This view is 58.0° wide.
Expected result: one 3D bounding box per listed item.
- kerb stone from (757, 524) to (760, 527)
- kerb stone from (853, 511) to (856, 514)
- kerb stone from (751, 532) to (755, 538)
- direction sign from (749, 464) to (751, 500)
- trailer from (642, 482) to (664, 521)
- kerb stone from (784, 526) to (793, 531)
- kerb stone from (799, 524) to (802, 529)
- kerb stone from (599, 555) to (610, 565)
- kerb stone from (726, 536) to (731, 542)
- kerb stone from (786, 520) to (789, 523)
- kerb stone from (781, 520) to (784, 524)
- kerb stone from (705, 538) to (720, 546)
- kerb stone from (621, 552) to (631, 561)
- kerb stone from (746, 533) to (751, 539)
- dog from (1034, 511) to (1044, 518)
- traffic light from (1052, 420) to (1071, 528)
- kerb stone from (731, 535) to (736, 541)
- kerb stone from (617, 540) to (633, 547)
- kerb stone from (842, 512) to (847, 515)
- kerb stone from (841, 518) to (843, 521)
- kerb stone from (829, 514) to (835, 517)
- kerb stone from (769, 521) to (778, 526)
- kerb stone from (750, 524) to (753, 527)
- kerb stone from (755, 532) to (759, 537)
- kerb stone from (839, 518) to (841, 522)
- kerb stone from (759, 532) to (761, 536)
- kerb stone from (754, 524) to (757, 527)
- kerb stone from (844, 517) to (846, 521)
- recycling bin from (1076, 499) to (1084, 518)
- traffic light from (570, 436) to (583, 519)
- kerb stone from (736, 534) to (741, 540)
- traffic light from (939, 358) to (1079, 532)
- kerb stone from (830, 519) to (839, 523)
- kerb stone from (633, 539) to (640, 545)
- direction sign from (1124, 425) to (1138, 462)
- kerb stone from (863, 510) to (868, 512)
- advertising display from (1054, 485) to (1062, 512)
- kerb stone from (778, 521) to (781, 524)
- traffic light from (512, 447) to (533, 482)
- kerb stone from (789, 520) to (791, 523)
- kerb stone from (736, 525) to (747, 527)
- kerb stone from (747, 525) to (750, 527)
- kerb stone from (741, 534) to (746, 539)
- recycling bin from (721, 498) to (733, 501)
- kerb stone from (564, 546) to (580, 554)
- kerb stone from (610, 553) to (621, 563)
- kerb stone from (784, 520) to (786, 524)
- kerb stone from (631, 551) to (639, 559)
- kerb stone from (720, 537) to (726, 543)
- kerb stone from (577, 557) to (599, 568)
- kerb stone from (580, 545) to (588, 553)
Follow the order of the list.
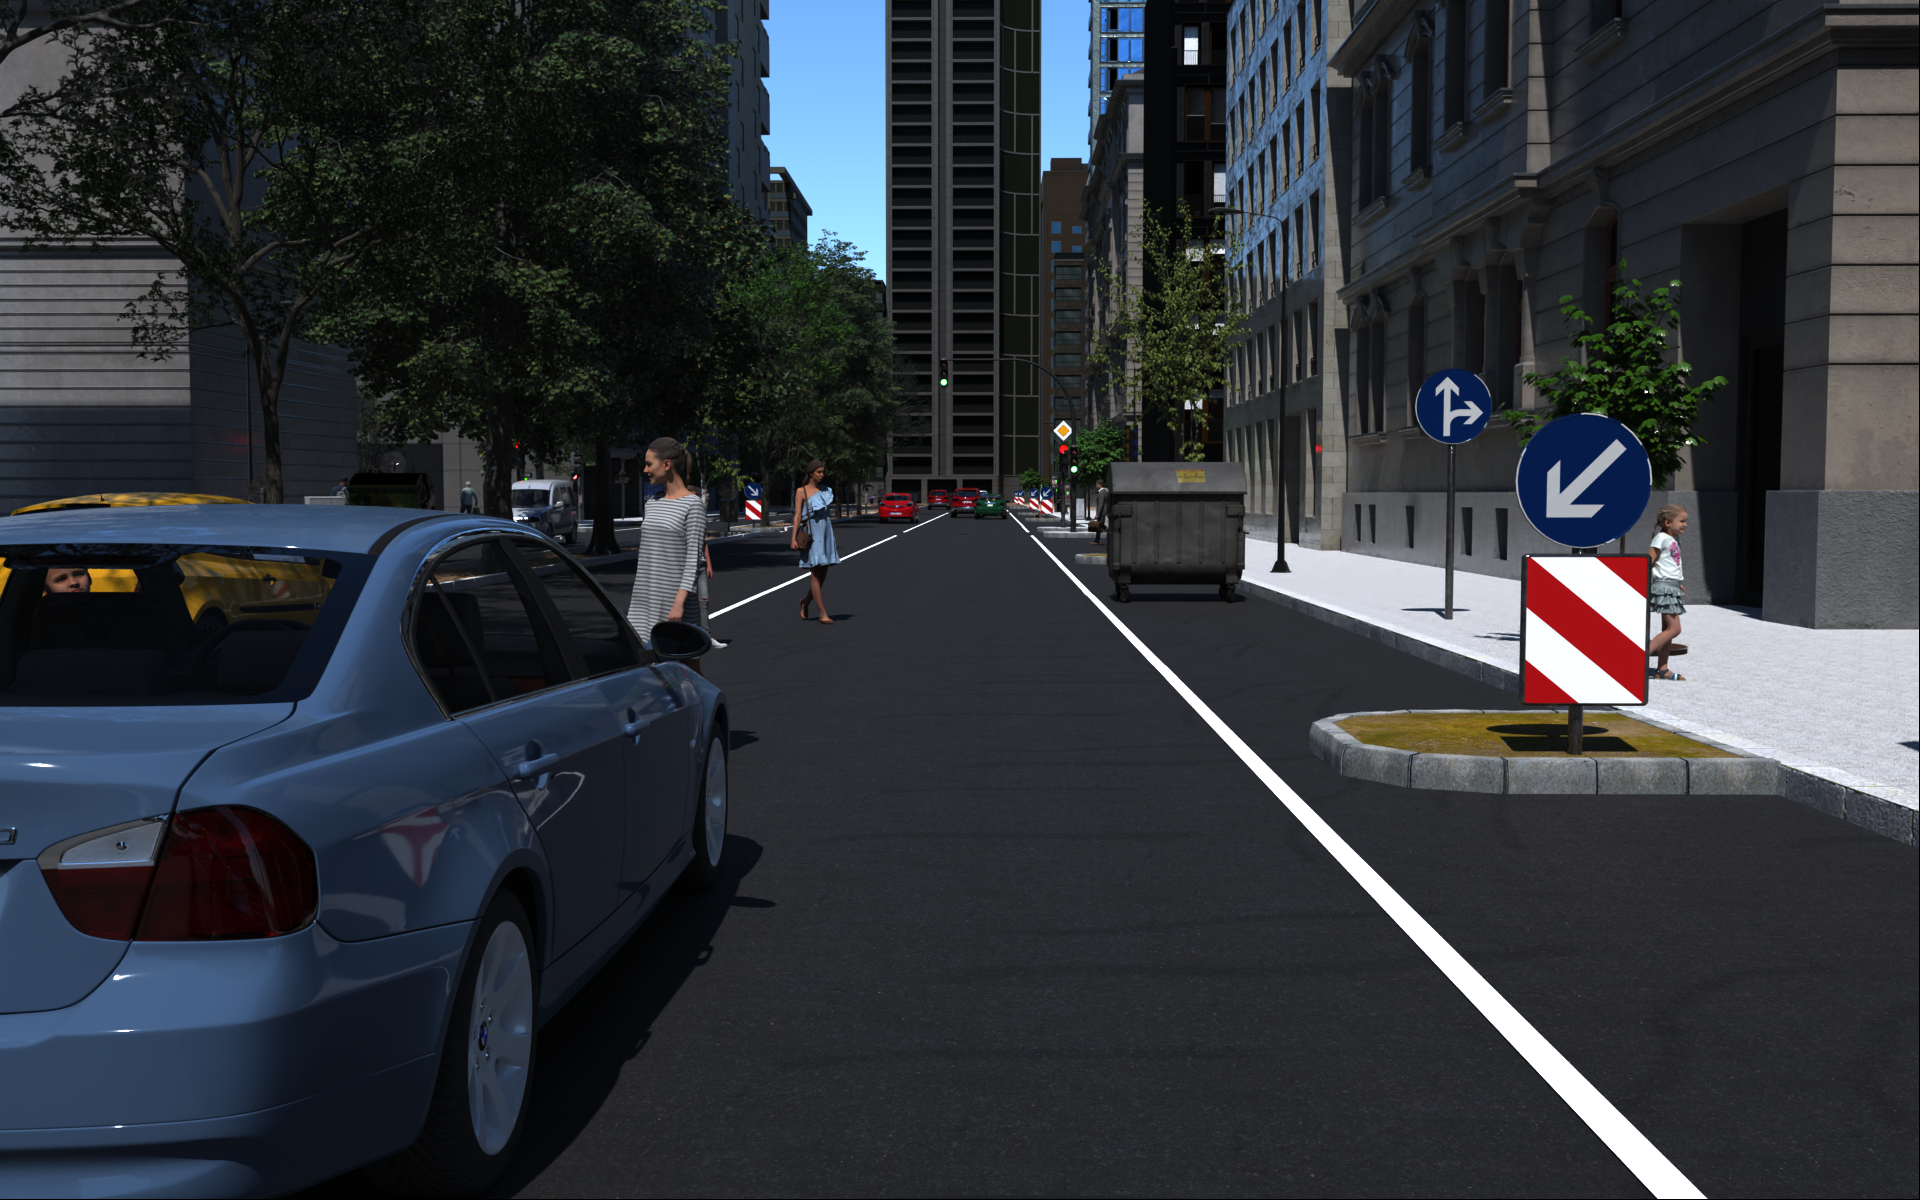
[{"bbox_3d":[-8.715,-3.140,73.612,0.120,0.150,1.000,0,4,1],"label":"kerb stone"},{"bbox_3d":[-7.797,-6.279,124.862,0.120,0.150,1.000,0,4,1],"label":"kerb stone"},{"bbox_3d":[-6.929,-2.099,56.640,0.120,0.150,1.000,0,4,1],"label":"kerb stone"},{"bbox_3d":[-15.700,-8.419,129.647,0.379,3.537,0.876,-1,4,-14],"label":"direction sign"},{"bbox_3d":[-14.356,-4.587,82.039,1.471,1.999,3.904,0,3,0],"label":"trailer"},{"bbox_3d":[-6.732,-2.767,67.439,0.120,0.150,1.000,0,4,1],"label":"kerb stone"},{"bbox_3d":[-6.670,-2.955,70.516,0.120,0.150,1.000,0,4,1],"label":"kerb stone"},{"bbox_3d":[-7.320,-0.793,35.153,0.120,0.150,1.000,0,4,1],"label":"kerb stone"},{"bbox_3d":[-7.024,-1.794,51.523,0.120,0.150,1.000,0,4,1],"label":"kerb stone"},{"bbox_3d":[-8.539,-3.771,83.850,0.120,0.150,1.000,0,4,1],"label":"kerb stone"},{"bbox_3d":[-8.569,-3.643,81.804,0.120,0.150,1.000,0,4,1],"label":"kerb stone"},{"bbox_3d":[-7.059,-1.669,49.476,0.120,0.150,1.000,0,4,1],"label":"kerb stone"},{"bbox_3d":[-7.280,-0.916,37.201,0.120,0.150,1.000,0,4,1],"label":"kerb stone"},{"bbox_3d":[-6.937,-2.043,55.618,0.120,0.150,1.000,0,4,1],"label":"kerb stone"},{"bbox_3d":[4.785,-5.241,105.891,0.550,0.427,0.748,-1,4,-15],"label":"dog"},{"bbox_3d":[3.922,-4.719,66.079,0.839,4.253,0.868,0,4,1],"label":"traffic light"},{"bbox_3d":[-6.992,-1.856,52.545,0.120,0.150,1.000,0,4,1],"label":"kerb stone"},{"bbox_3d":[-9.198,-1.543,47.426,0.120,0.150,1.000,0,4,1],"label":"kerb stone"},{"bbox_3d":[-7.906,-5.895,118.705,0.120,0.150,1.000,0,4,1],"label":"kerb stone"},{"bbox_3d":[-6.324,-4.145,90.008,0.120,0.150,1.000,0,4,1],"label":"kerb stone"},{"bbox_3d":[-8.095,-5.273,108.439,0.120,0.150,1.000,0,4,1],"label":"kerb stone"},{"bbox_3d":[-8.617,-3.520,79.752,0.120,0.150,1.000,0,4,1],"label":"kerb stone"},{"bbox_3d":[-8.766,-3.013,71.562,0.120,0.150,1.000,0,4,1],"label":"kerb stone"},{"bbox_3d":[-6.908,-2.169,57.666,0.120,0.150,1.000,0,4,1],"label":"kerb stone"},{"bbox_3d":[-6.352,-4.082,88.979,0.120,0.150,1.000,0,4,1],"label":"kerb stone"},{"bbox_3d":[-6.883,-2.228,58.688,0.120,0.150,1.000,0,4,1],"label":"kerb stone"},{"bbox_3d":[-8.738,-3.082,72.583,0.120,0.150,1.000,0,4,1],"label":"kerb stone"},{"bbox_3d":[-6.285,-4.271,92.062,0.120,0.150,1.000,0,4,1],"label":"kerb stone"},{"bbox_3d":[6.435,-5.016,94.570,0.722,1.027,0.722,-1,4,-14],"label":"recycling bin"},{"bbox_3d":[-12.643,-5.610,66.395,4.771,5.953,1.251,0,4,1],"label":"traffic light"},{"bbox_3d":[-6.981,-1.915,53.571,0.120,0.150,1.000,0,4,1],"label":"kerb stone"},{"bbox_3d":[1.685,-5.096,57.991,4.771,5.953,1.251,0,4,1],"label":"traffic light"},{"bbox_3d":[-6.363,-4.022,87.957,0.120,0.150,1.000,0,4,1],"label":"kerb stone"},{"bbox_3d":[-9.178,-1.606,48.452,0.120,0.150,1.000,0,4,1],"label":"kerb stone"},{"bbox_3d":[5.614,-3.968,56.877,0.379,3.537,0.876,-1,4,-23],"label":"direction sign"},{"bbox_3d":[-7.571,-7.032,137.162,0.120,0.150,1.000,0,4,1],"label":"kerb stone"},{"bbox_3d":[7.102,-7.256,123.847,0.123,1.923,0.974,1,4,22],"label":"advertising display"},{"bbox_3d":[-8.588,-3.583,80.777,0.120,0.150,1.000,0,4,1],"label":"kerb stone"},{"bbox_3d":[-14.880,-4.250,58.414,0.839,4.253,0.868,0,4,1],"label":"traffic light"},{"bbox_3d":[-8.518,-3.830,84.872,0.120,0.150,1.000,0,4,1],"label":"kerb stone"},{"bbox_3d":[-8.798,-2.893,69.515,0.120,0.150,1.000,0,4,1],"label":"kerb stone"},{"bbox_3d":[-8.769,-2.957,70.539,0.120,0.150,1.000,0,4,1],"label":"kerb stone"},{"bbox_3d":[-6.969,-1.981,54.592,0.120,0.150,1.000,0,4,1],"label":"kerb stone"},{"bbox_3d":[-15.575,-6.305,115.646,0.722,1.027,0.722,0,4,0],"label":"recycling bin"},{"bbox_3d":[-9.304,-1.168,41.287,0.120,0.150,1.000,0,4,1],"label":"kerb stone"},{"bbox_3d":[-7.292,-0.850,36.175,0.120,0.150,1.000,0,4,1],"label":"kerb stone"},{"bbox_3d":[-8.554,-3.708,82.826,0.120,0.150,1.000,0,4,1],"label":"kerb stone"},{"bbox_3d":[-7.254,-0.980,38.222,0.120,0.150,1.000,0,4,1],"label":"kerb stone"},{"bbox_3d":[-7.035,-1.729,50.498,0.120,0.150,1.000,0,4,1],"label":"kerb stone"},{"bbox_3d":[-7.337,-0.729,34.121,0.120,0.150,1.000,0,4,1],"label":"kerb stone"},{"bbox_3d":[-9.280,-1.230,42.312,0.120,0.150,1.000,0,4,1],"label":"kerb stone"}]
